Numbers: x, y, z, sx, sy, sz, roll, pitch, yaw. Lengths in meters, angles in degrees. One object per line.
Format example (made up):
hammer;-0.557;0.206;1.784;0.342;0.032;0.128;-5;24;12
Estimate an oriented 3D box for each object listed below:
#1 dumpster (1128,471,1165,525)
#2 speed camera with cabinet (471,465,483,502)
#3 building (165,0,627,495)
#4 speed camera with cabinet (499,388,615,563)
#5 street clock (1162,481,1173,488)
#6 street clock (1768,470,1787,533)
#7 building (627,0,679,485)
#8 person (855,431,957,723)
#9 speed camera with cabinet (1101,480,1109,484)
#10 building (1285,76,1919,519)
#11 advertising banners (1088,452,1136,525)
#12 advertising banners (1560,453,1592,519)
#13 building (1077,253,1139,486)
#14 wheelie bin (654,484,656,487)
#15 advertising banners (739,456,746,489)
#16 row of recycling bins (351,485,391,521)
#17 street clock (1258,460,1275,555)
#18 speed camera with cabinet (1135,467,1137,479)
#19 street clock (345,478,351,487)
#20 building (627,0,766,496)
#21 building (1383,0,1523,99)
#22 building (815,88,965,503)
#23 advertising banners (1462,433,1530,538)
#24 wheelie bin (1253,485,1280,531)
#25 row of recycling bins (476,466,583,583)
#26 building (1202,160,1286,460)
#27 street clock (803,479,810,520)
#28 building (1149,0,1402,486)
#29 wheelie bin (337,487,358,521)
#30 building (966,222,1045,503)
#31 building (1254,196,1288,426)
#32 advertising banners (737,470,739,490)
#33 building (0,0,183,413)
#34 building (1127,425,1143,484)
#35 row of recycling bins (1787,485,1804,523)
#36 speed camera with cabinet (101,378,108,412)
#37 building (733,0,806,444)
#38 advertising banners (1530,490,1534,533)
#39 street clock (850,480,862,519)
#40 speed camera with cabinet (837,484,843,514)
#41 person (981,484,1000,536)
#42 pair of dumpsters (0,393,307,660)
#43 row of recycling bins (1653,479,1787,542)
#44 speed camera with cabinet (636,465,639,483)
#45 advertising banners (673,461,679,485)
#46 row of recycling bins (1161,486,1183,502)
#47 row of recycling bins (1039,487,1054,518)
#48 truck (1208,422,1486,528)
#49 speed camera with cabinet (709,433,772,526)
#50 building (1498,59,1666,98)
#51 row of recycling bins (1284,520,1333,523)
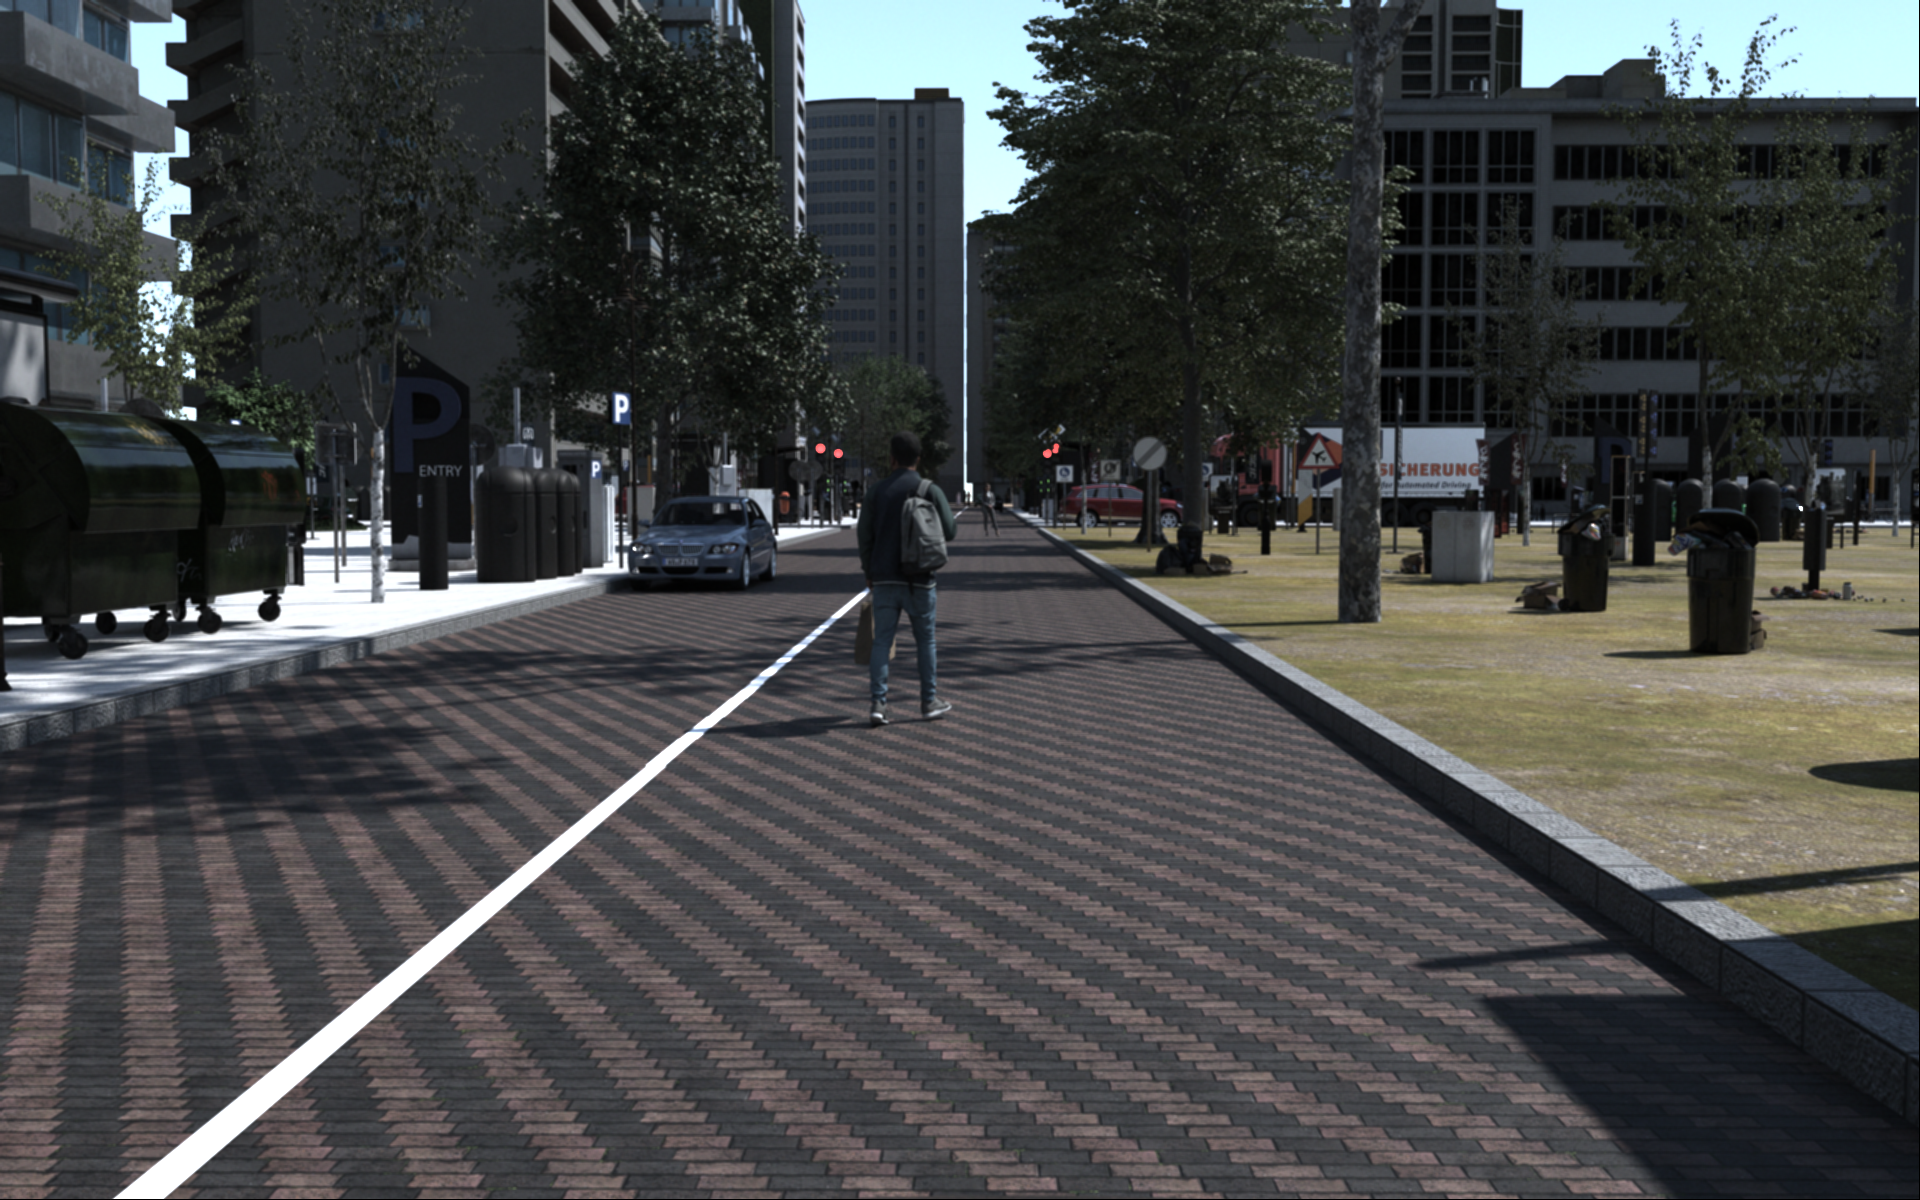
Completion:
dumpster;7.820;-4.320;73.132;1.502;2.255;1.985;0;4;1
speed camera with cabinet;-13.400;-3.323;48.662;2.038;3.252;0.660;3;5;40
building;-31.770;-29.092;99.357;21.300;48.544;21.600;0;4;1
speed camera with cabinet;-7.538;-2.329;32.414;2.038;3.252;0.660;0;4;3
street clock;11.646;-5.695;97.677;0.471;2.002;0.358;-2;4;-27
street clock;24.121;-2.850;51.160;0.471;2.002;0.358;-1;4;-9
building;-34.704;-26.871;131.227;32.217;40.220;23.993;0;4;1
person;-0.392;-0.144;10.844;0.794;1.824;0.713;2;4;25
speed camera with cabinet;9.066;-6.762;104.886;0.660;3.252;2.038;-1;4;-13
building;33.555;-16.709;92.262;30.058;24.678;14.314;0;4;1
advertising banners;6.351;-4.633;71.939;2.074;3.025;0.090;0;4;5
advertising banners;25.863;-4.680;72.711;0.090;3.025;2.074;-1;4;-21
building;26.966;-34.773;260.414;23.993;40.220;32.217;0;4;1
wheelie bin;-9.569;-2.880;54.995;0.693;1.594;0.980;-2;4;-30
advertising banners;-7.477;-4.005;61.672;0.090;3.025;2.074;-1;4;-21
row of recycling bins;-28.713;-4.689;83.786;3.534;1.692;1.069;2;4;33
street clock;6.479;-1.963;36.661;0.358;2.002;0.471;1;4;8
speed camera with cabinet;12.569;-7.960;124.479;0.660;3.252;2.038;2;4;28
street clock;-28.465;-4.631;80.280;0.471;2.002;0.358;1;4;15
building;-30.496;-33.256;163.349;23.786;49.044;30.456;0;4;1
building;70.790;-49.841;253.145;20.611;71.187;20.563;0;4;1
building;-13.392;-43.578;254.499;28.212;58.520;21.231;0;4;1
advertising banners;15.591;-3.326;50.574;0.090;3.025;2.074;-3;5;-41
wheelie bin;10.730;-3.223;60.599;0.980;1.594;0.693;1;4;16
row of recycling bins;-6.550;-1.196;26.665;1.069;1.692;3.534;0;4;2
building;26.278;-21.292;135.518;14.401;28.519;23.554;0;4;1
street clock;-7.513;-4.904;84.757;0.358;2.002;0.471;0;4;-2
building;29.611;-33.264;167.570;21.300;48.544;21.600;0;4;1
wheelie bin;-26.732;-4.133;75.480;0.693;1.594;0.980;2;4;29
building;7.825;-34.804;252.637;14.086;41.232;14.154;0;4;1
building;25.285;-16.524;111.971;13.314;21.916;24.055;0;4;1
advertising banners;-16.671;-7.885;125.108;2.074;3.025;0.090;-1;4;-20
building;-35.364;-25.528;36.990;30.456;49.044;23.786;0;4;1
building;33.826;-21.385;194.686;27.650;21.520;28.899;0;4;1
row of recycling bins;37.018;-4.257;76.721;1.069;1.692;3.534;-3;4;-37
speed camera with cabinet;-14.882;-2.116;28.935;0.660;3.252;2.038;3;5;41
building;-32.141;-40.177;198.887;28.212;58.520;21.231;0;4;1
advertising banners;17.363;-3.614;55.274;2.074;3.025;0.090;-1;4;-14
street clock;-5.504;-5.264;90.639;0.358;2.002;0.471;3;4;37
speed camera with cabinet;-7.868;-7.079;110.079;0.660;3.252;2.038;-2;4;-24
person;1.031;-3.080;59.135;0.520;1.790;0.573;-3;5;-39
pair of dumpsters;-7.385;-0.787;15.366;1.574;2.255;4.437;0;4;1
row of recycling bins;20.440;-2.453;47.213;3.534;1.692;1.069;1;4;16
speed camera with cabinet;-21.965;-7.551;117.794;0.660;3.252;2.038;1;4;9
advertising banners;-14.314;-5.883;92.368;2.074;3.025;0.090;1;4;14
row of recycling bins;10.684;-5.000;88.866;3.534;1.692;1.069;3;5;44
row of recycling bins;4.846;-5.327;94.208;1.069;1.692;3.534;0;4;6
truck;14.894;-4.890;68.857;11.283;4.237;2.839;0;4;0
speed camera with cabinet;-7.090;-3.776;56.067;2.038;3.252;0.660;-3;4;-38
building;69.942;-35.127;198.032;21.600;48.544;21.300;0;4;1
row of recycling bins;15.962;-4.226;76.201;3.534;1.692;1.069;2;4;31
